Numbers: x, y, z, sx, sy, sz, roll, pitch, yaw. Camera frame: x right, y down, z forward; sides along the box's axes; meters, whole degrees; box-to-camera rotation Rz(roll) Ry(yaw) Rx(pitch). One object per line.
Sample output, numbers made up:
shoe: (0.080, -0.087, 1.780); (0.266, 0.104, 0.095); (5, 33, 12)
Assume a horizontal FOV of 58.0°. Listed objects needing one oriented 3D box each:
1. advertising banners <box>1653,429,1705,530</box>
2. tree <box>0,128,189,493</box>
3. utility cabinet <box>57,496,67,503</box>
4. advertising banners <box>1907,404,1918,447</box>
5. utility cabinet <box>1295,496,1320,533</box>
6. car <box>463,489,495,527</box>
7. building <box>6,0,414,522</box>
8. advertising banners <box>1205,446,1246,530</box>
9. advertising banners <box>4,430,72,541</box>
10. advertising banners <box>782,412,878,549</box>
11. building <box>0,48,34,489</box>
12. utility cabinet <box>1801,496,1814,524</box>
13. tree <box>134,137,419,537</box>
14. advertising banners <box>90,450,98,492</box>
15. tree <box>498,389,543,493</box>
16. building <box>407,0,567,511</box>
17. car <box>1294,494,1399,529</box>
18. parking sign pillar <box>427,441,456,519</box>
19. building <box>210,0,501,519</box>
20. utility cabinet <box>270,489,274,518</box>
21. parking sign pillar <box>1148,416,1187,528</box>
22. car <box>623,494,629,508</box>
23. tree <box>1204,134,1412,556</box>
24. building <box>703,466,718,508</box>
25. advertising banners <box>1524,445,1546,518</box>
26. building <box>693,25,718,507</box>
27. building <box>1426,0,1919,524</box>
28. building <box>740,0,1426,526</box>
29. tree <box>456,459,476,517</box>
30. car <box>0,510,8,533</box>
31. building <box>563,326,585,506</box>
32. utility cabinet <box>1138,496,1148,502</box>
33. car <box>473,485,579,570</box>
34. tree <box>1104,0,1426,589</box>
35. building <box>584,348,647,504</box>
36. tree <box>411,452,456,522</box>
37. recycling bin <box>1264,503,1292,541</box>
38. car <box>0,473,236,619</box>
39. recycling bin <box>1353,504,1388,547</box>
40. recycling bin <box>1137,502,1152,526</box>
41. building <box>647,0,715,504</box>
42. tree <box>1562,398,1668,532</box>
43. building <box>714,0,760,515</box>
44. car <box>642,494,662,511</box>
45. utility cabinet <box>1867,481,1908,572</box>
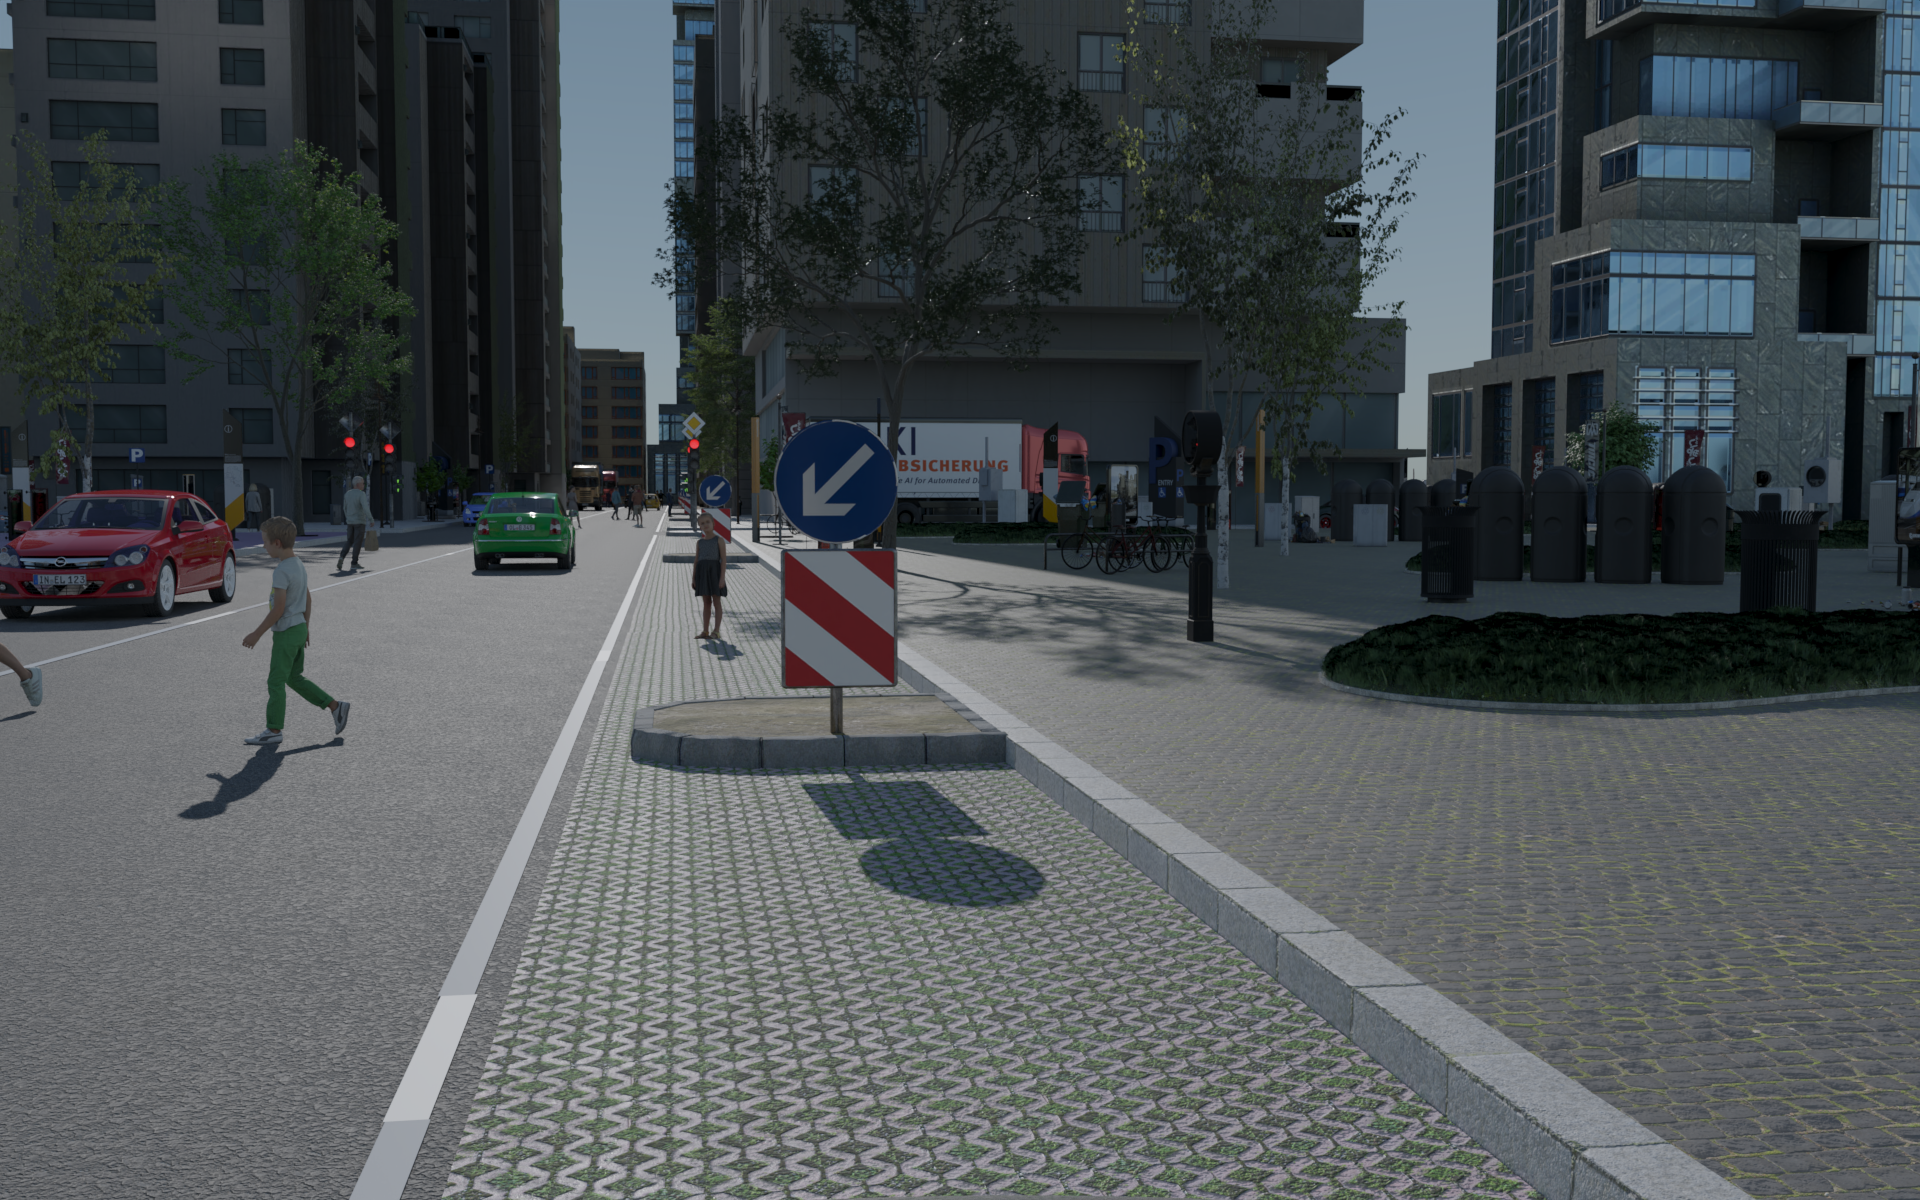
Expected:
advertising banners: (19.103, -3.114, 47.105); (2.074, 3.025, 0.090); (1, 4, 20)
tree: (-17.560, -5.123, 34.123); (4.737, 8.622, 4.395); (0, 3, 0)
utility cabinet: (-26.090, -2.441, 51.077); (1.020, 1.237, 0.306); (1, 4, 15)
advertising banners: (18.779, -2.359, 34.755); (0.090, 3.025, 2.074); (1, 4, 9)
utility cabinet: (11.590, -2.853, 57.809); (1.020, 1.237, 0.306); (-3, 5, -43)
car: (-21.071, -4.125, 77.038); (1.945, 1.707, 3.694); (-1, 4, -8)
building: (-33.560, -18.840, 79.737); (14.160, 30.474, 14.107); (-1, 4, -9)
advertising banners: (9.545, -4.036, 62.184); (2.074, 3.025, 0.090); (-3, 4, -37)
advertising banners: (-25.120, -3.121, 47.223); (2.074, 3.025, 0.090); (1, 4, 9)
advertising banners: (-2.786, -2.503, 37.107); (2.074, 3.025, 0.090); (0, 4, 5)
building: (-105.551, -34.818, 192.979); (21.600, 48.544, 21.300); (-1, 4, -9)
utility cabinet: (25.995, -2.610, 53.838); (0.306, 1.237, 1.020); (-2, 4, -31)
tree: (-20.101, -7.715, 51.893); (9.928, 11.665, 9.643); (0, 3, 0)
advertising banners: (-33.578, -4.350, 67.304); (0.090, 3.025, 2.074); (-3, 5, -39)
tree: (-31.697, -10.484, 121.768); (4.737, 8.622, 4.395); (0, 3, 0)
building: (-37.505, -27.325, 130.353); (14.154, 41.232, 14.086); (-1, 4, -9)
car: (15.137, -3.529, 67.486); (4.222, 1.686, 2.009); (-1, 4, -8)
parking sign pillar: (-26.489, -6.109, 88.354); (1.447, 3.967, 1.447); (2, 4, 30)
building: (-36.524, -20.515, 107.120); (14.160, 30.474, 14.107); (-1, 4, -9)
utility cabinet: (-28.075, -3.704, 69.236); (0.318, 1.500, 1.173); (3, 5, 42)
parking sign pillar: (7.037, -4.319, 59.092); (1.447, 3.967, 1.447); (-3, 5, -39)
car: (-33.510, -10.254, 177.438); (2.009, 1.686, 4.222); (-1, 4, -11)
tree: (7.018, -5.240, 36.034); (4.737, 8.622, 4.395); (0, 3, 0)
building: (-12.951, -43.923, 156.385); (20.563, 71.187, 20.611); (-1, 4, -9)
advertising banners: (19.977, -4.028, 62.041); (2.074, 3.025, 0.090); (0, 4, -7)
building: (-16.408, -33.912, 178.162); (21.300, 48.544, 21.600); (-1, 4, -9)
building: (40.538, -47.094, 82.666); (31.000, 86.520, 22.319); (-1, 4, -9)
building: (3.357, -30.031, 80.241); (27.495, 52.752, 28.713); (-1, 4, -9)
tree: (-28.023, -6.231, 96.479); (1.663, 3.219, 1.824); (0, 3, 0)
car: (-34.253, -2.849, 58.589); (4.499, 1.417, 2.014); (-1, 4, -11)
building: (-58.793, -21.599, 198.190); (28.899, 21.520, 27.650); (-1, 4, -9)
utility cabinet: (6.754, -3.094, 61.756); (1.020, 1.237, 0.306); (2, 4, 32)
car: (-8.550, -1.554, 34.207); (1.959, 1.807, 4.718); (-1, 4, -10)
tree: (3.673, -4.449, 23.104); (4.360, 8.622, 3.978); (0, 3, 0)
building: (-57.198, -23.775, 233.760); (28.899, 21.520, 27.650); (-1, 4, -9)
tree: (-24.541, -5.230, 80.104); (1.663, 3.219, 1.824); (0, 3, 0)
recycling bin: (8.815, -2.175, 48.117); (0.722, 1.027, 0.722); (0, 4, 6)
car: (-10.331, -0.755, 21.379); (2.155, 1.783, 4.494); (-1, 4, -9)
recycling bin: (10.048, -1.827, 42.418); (0.722, 1.027, 0.722); (0, 4, 4)
recycling bin: (5.602, -2.548, 54.213); (0.722, 1.027, 0.722); (0, 4, -5)
building: (-27.005, -56.424, 235.198); (31.000, 86.520, 22.319); (-1, 4, -9)
tree: (22.389, -4.610, 59.089); (4.285, 4.588, 4.351); (0, 3, 0)
building: (-6.411, -35.369, 120.282); (21.231, 58.520, 28.212); (-1, 4, -9)
car: (-27.001, -8.598, 150.798); (2.015, 1.641, 3.980); (0, 4, -8)
utility cabinet: (15.424, -1.189, 28.124); (0.318, 1.500, 1.173); (-3, 4, -38)
